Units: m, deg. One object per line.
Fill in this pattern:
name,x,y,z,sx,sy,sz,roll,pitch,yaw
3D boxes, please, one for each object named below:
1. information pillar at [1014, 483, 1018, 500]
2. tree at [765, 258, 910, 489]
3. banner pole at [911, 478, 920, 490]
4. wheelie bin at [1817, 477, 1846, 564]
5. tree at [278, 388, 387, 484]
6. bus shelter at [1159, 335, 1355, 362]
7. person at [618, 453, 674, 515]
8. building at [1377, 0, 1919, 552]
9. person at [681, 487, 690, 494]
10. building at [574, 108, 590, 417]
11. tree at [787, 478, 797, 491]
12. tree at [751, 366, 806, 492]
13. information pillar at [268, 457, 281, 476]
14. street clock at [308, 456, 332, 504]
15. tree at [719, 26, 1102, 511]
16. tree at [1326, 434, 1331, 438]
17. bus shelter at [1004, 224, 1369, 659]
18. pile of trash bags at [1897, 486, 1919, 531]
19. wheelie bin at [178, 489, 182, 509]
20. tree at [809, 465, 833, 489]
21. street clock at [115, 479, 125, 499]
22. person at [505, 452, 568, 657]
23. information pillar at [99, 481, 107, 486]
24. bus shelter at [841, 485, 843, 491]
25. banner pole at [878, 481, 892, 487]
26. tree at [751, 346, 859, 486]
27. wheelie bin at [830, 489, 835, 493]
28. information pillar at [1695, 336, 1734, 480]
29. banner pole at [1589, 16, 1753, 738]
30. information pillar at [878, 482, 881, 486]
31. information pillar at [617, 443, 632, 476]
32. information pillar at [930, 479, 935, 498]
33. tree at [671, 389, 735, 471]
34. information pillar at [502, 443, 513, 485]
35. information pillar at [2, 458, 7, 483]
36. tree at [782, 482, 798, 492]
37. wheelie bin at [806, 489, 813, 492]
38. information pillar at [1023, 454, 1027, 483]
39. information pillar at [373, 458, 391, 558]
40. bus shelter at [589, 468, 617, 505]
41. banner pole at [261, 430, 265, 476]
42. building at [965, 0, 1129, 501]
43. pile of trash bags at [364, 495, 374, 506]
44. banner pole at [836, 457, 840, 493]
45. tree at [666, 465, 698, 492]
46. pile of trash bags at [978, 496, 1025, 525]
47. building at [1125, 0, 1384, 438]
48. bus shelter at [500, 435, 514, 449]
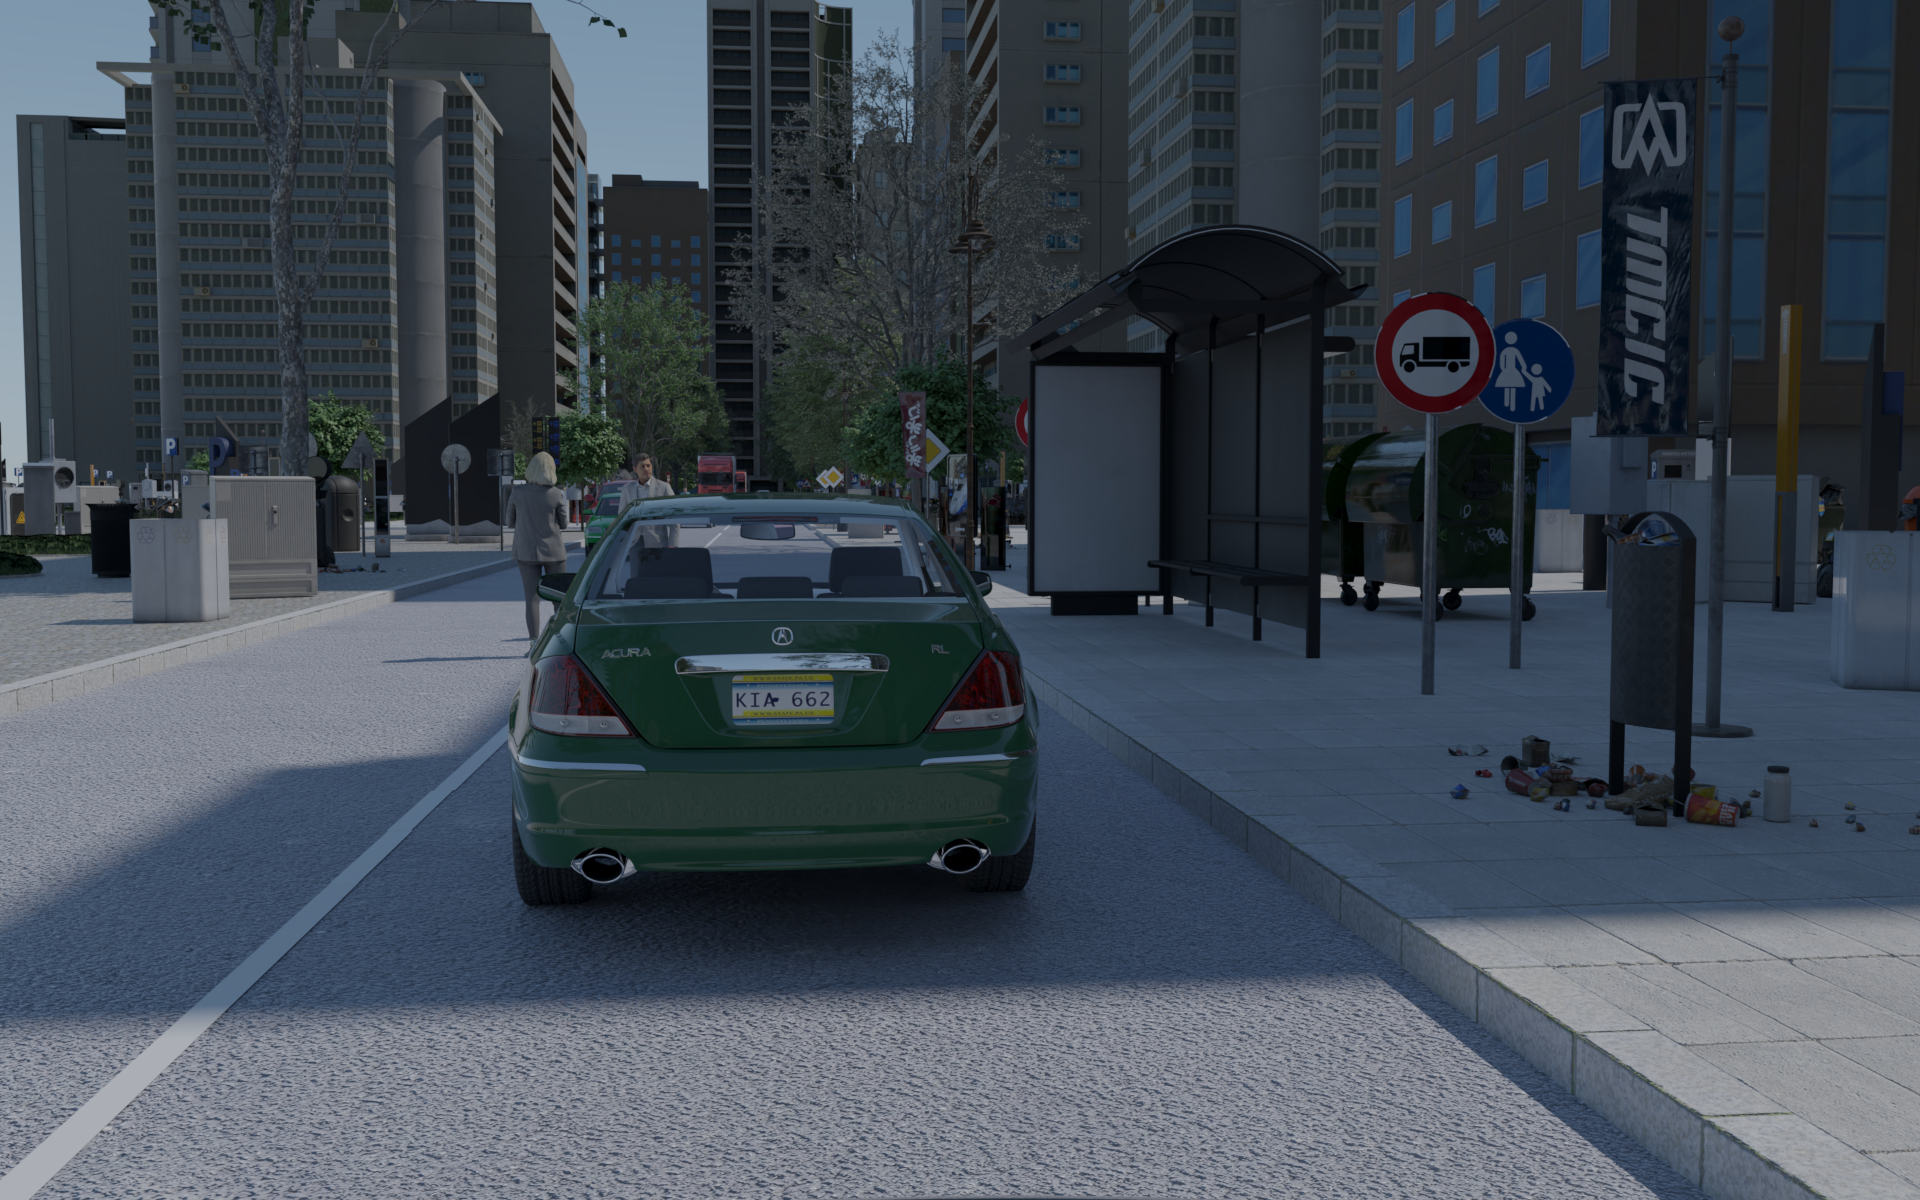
information pillar,3.702,-6.583,112.120,0.304,2.012,0.304,-1,4,-12
tree,-5.244,-10.082,82.964,7.486,12.596,7.792,0,3,0
banner pole,-3.111,-7.902,119.213,0.863,3.779,0.401,-2,4,-28
wheelie bin,15.960,-1.473,31.992,0.693,1.594,0.980,1,4,17
tree,-19.492,-4.282,53.731,4.285,4.588,4.351,0,3,0
bus shelter,3.709,-3.029,27.160,2.179,5.291,8.768,0,4,-7
person,-3.139,-0.562,17.536,0.661,1.843,0.795,1,4,8
building,19.368,-23.917,41.150,14.600,45.320,14.200,0,4,-6
person,-14.905,-5.237,94.136,0.660,1.820,0.620,-2,4,-24
building,-49.814,-33.363,195.603,14.200,45.320,14.600,0,4,-6
tree,-14.112,-10.407,153.874,4.285,4.588,4.351,0,3,0
tree,-14.670,-15.675,162.935,9.857,13.997,8.962,0,3,0
information pillar,-13.612,-1.848,34.708,0.304,2.012,0.304,1,4,21
street clock,-12.245,-1.743,33.071,0.471,2.002,0.358,0,4,4
tree,-1.195,-8.266,45.514,12.009,13.543,11.850,0,3,0
tree,11.861,-3.739,55.733,1.663,3.219,1.824,0,3,0
bus shelter,1.775,-1.337,15.776,2.014,3.302,5.546,0,4,-6
pile of trash bags,10.416,-0.388,16.097,1.912,1.369,3.447,-2,4,-30
wheelie bin,-52.260,-6.641,116.492,0.980,1.594,0.693,1,4,11
tree,-7.892,-6.376,98.841,1.663,3.219,1.824,0,3,0
street clock,-40.131,-4.786,82.821,0.471,2.002,0.358,2,4,34
person,-3.732,-0.406,15.321,0.537,1.800,0.526,0,4,-3
information pillar,-47.835,-5.640,96.701,0.304,2.012,0.304,-1,4,-11
bus shelter,-9.081,-8.912,139.626,2.014,3.302,5.546,0,4,-7
banner pole,-3.215,-5.007,71.889,0.863,3.779,0.401,1,4,20
tree,-10.816,-13.005,129.641,9.611,12.733,9.660,0,3,0
wheelie bin,-8.527,-6.411,112.720,0.980,1.594,0.693,3,5,40
information pillar,11.246,-2.108,25.824,0.504,3.616,0.183,2,4,34
banner pole,3.815,-1.175,9.234,0.863,3.779,0.401,1,4,12
information pillar,-4.923,-7.150,108.260,0.504,3.616,0.183,-1,4,-21
information pillar,-14.713,-5.146,75.496,0.504,3.616,0.183,-2,4,-34
information pillar,-1.252,-5.117,75.012,0.183,3.616,0.504,2,4,31
tree,-25.239,-15.139,165.644,7.486,12.596,7.792,0,3,0
information pillar,-20.865,-5.418,79.936,0.504,3.616,0.183,-2,4,-35
information pillar,-62.310,-7.429,112.823,0.183,3.616,0.504,1,4,15
tree,-16.849,-13.891,177.472,4.360,8.622,3.978,0,3,0
wheelie bin,-10.230,-6.770,118.599,0.980,1.594,0.693,-1,4,-14
information pillar,3.904,-6.712,101.090,0.504,3.616,0.183,3,4,39
information pillar,-11.701,-1.869,35.045,0.304,2.012,0.304,-1,4,-20
bus shelter,-19.747,-7.035,92.661,2.179,5.291,8.768,0,4,-6
banner pole,-27.353,-4.775,68.095,0.401,3.779,0.863,-1,4,-19
building,12.194,-31.346,136.216,21.300,48.544,21.600,0,4,-6
pile of trash bags,-45.072,-7.515,132.616,1.912,1.369,3.447,1,4,20
banner pole,-7.197,-6.863,102.230,0.401,3.779,0.863,1,4,14
tree,-24.380,-10.338,152.743,4.285,4.588,4.351,0,3,0
pile of trash bags,2.646,-3.822,72.243,3.447,1.369,1.912,-1,4,-16
building,23.287,-25.049,101.438,23.993,40.220,32.217,0,4,-6
bus shelter,-14.886,-3.575,52.381,2.014,3.302,5.546,0,4,-6
